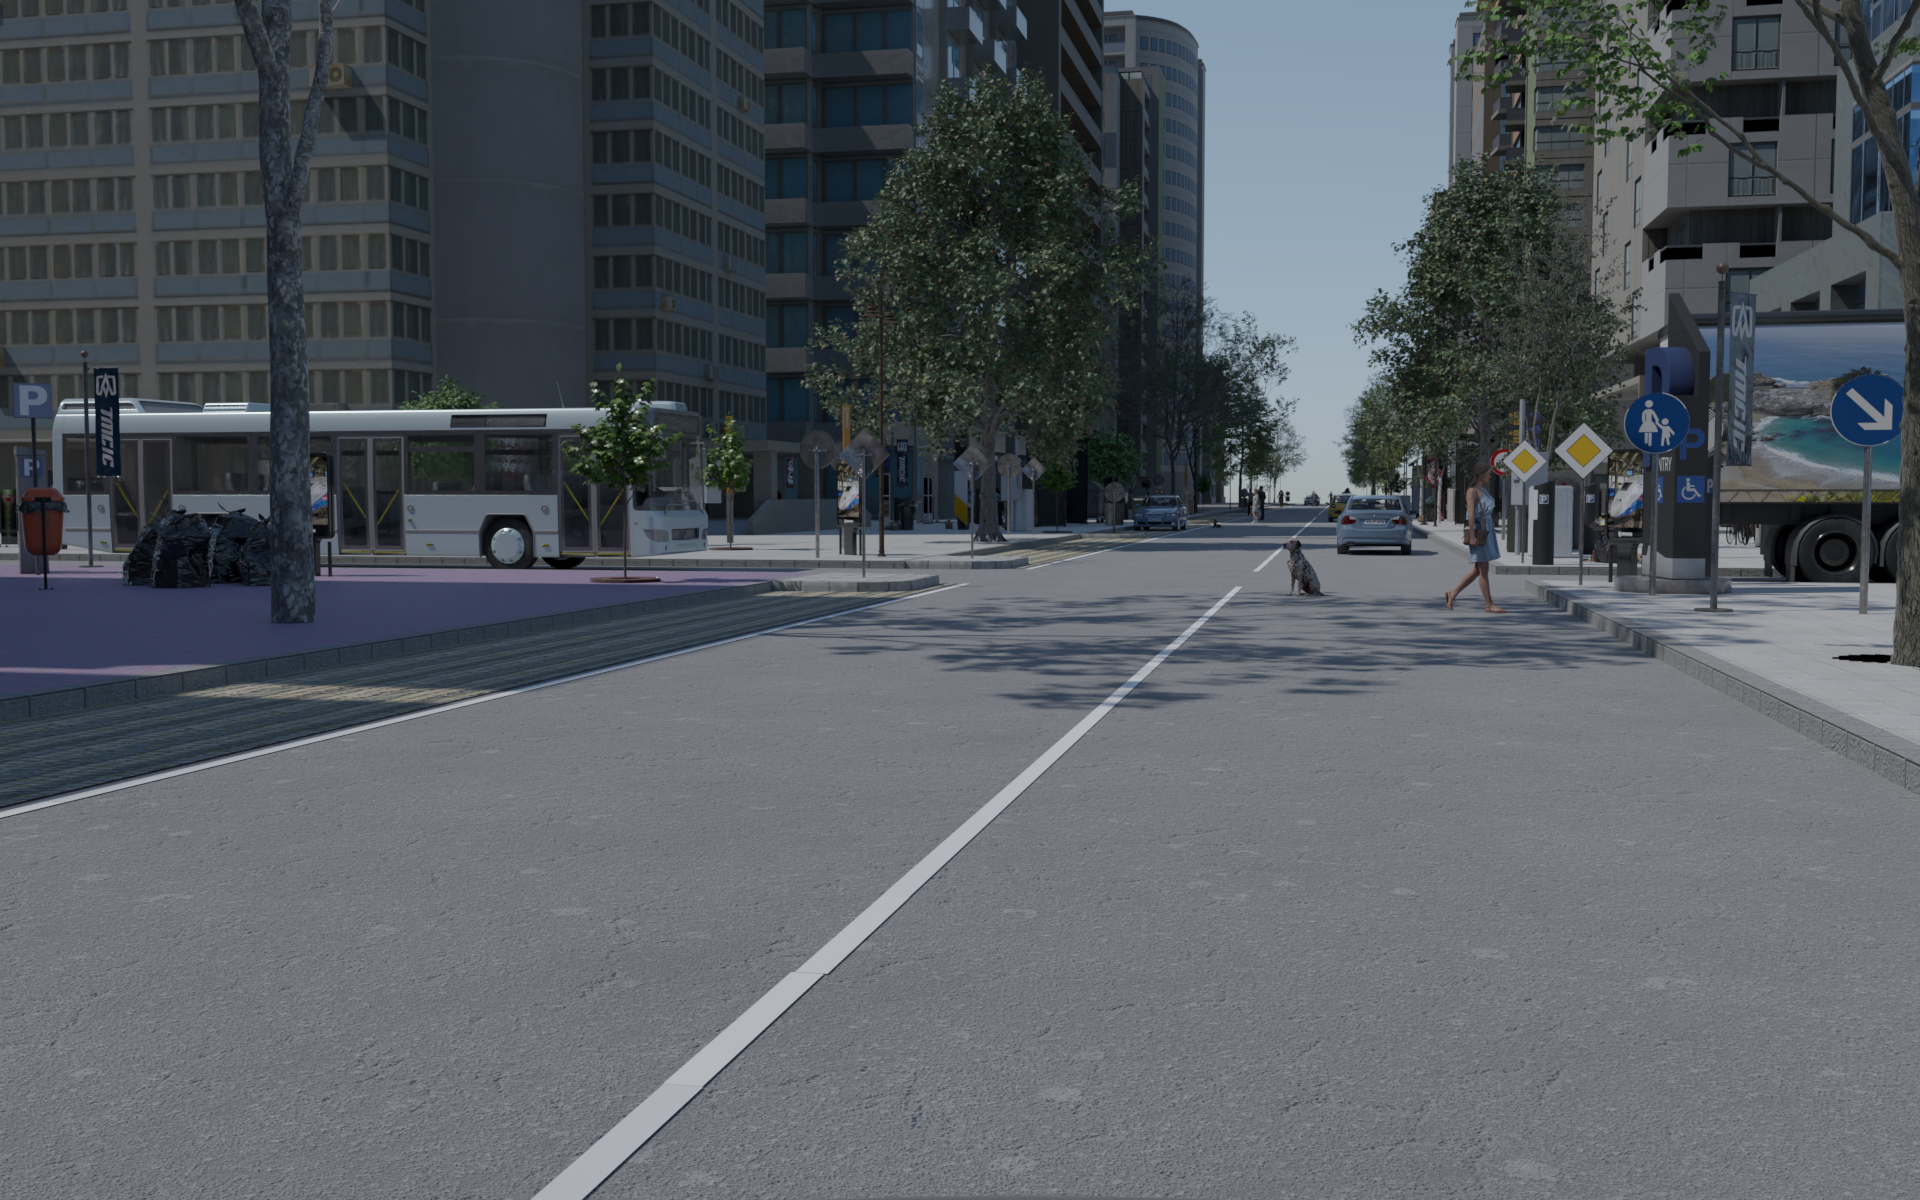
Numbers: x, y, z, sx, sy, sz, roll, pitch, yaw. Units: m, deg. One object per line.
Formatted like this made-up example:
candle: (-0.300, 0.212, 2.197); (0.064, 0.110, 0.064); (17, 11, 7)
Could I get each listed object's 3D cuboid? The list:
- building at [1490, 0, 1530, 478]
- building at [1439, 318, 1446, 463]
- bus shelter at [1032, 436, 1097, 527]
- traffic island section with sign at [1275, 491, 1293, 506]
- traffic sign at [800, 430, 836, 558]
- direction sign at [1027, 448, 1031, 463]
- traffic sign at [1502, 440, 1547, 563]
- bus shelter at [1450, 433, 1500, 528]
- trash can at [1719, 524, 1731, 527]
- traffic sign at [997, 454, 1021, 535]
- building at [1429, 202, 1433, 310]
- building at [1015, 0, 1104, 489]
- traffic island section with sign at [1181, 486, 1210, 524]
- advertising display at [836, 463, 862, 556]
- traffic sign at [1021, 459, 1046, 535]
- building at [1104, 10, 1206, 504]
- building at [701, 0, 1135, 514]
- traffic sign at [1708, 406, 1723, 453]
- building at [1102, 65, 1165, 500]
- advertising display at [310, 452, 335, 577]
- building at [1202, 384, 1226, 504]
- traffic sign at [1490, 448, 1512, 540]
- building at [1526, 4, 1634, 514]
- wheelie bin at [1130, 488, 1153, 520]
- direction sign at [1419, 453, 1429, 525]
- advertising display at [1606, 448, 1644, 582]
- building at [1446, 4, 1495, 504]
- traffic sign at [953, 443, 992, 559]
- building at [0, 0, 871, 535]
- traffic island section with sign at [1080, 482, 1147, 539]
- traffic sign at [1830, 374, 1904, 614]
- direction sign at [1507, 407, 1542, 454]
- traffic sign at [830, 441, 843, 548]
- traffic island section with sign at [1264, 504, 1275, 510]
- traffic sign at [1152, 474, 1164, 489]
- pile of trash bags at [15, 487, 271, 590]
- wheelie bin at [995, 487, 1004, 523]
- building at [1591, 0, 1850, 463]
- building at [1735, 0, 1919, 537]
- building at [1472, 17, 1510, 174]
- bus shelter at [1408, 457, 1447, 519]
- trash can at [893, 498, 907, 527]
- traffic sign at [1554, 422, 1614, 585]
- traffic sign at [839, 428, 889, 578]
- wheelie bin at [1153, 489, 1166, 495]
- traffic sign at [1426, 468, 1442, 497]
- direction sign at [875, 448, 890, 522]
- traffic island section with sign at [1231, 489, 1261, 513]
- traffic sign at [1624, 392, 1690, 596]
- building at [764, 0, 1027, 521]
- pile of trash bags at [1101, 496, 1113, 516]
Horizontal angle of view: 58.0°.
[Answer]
building: (54.363, -29.608, 138.721); (22.147, 44.769, 28.867); (1, 4, 12)
building: (71.435, -33.722, 234.942); (14.154, 41.232, 14.086); (1, 4, 12)
bus shelter: (4.262, -4.828, 70.224); (1.731, 3.624, 6.357); (1, 4, 12)
traffic island section with sign: (39.495, -12.476, 212.605); (1.989, 1.847, 2.006); (1, 4, 12)
traffic sign: (-2.860, -2.116, 34.706); (0.768, 2.556, 0.104); (1, 4, 15)
direction sign: (3.332, -5.068, 74.864); (0.876, 3.537, 0.379); (1, 4, 15)
traffic sign: (10.442, -1.740, 32.089); (0.795, 2.450, 0.064); (1, 4, 12)
bus shelter: (20.375, -4.740, 68.775); (1.731, 3.624, 6.357); (1, 4, 13)
trash can: (29.613, -3.379, 66.903); (0.748, 1.137, 0.748); (0, 3, 0)
traffic sign: (1.529, -3.326, 54.493); (0.768, 2.556, 0.104); (1, 4, 17)
building: (74.863, -36.671, 249.677); (14.600, 45.320, 14.200); (1, 4, 12)
building: (-1.907, -30.483, 122.105); (21.300, 48.544, 21.600); (1, 4, 12)
traffic island section with sign: (10.950, -4.556, 83.113); (1.989, 1.847, 2.006); (1, 4, 12)
advertising display: (-2.302, -1.905, 36.356); (0.123, 1.923, 0.974); (-2, 4, -33)
traffic sign: (2.295, -3.231, 54.017); (0.795, 2.450, 0.064); (1, 4, 14)
building: (18.574, -41.146, 214.737); (21.231, 58.520, 28.212); (1, 4, 12)
building: (-1.847, -27.753, 145.644); (32.217, 40.220, 23.993); (1, 4, 12)
traffic sign: (10.134, -1.462, 24.007); (0.768, 2.556, 0.104); (1, 4, 20)
building: (11.313, -29.274, 162.229); (14.154, 41.232, 14.086); (1, 4, 12)
advertising display: (-10.169, -1.334, 27.025); (0.974, 1.923, 0.123); (2, 4, 24)
building: (22.736, -24.443, 244.686); (27.650, 21.520, 28.899); (1, 4, 12)
traffic sign: (15.155, -2.945, 48.257); (0.768, 2.556, 0.104); (1, 4, 17)
building: (45.750, -26.578, 118.150); (14.154, 41.232, 14.086); (1, 4, 12)
wheelie bin: (8.803, -4.716, 85.007); (0.980, 1.594, 0.693); (1, 4, 20)
direction sign: (19.281, -4.884, 71.854); (0.379, 3.537, 0.876); (2, 4, 26)
advertising display: (9.530, -1.192, 24.699); (0.123, 1.923, 0.974); (-1, 4, -10)
building: (70.607, -41.016, 212.610); (21.231, 58.520, 28.212); (1, 4, 12)
traffic sign: (0.246, -1.878, 34.348); (0.795, 2.450, 0.064); (1, 4, 12)
building: (-20.686, -22.705, 63.108); (32.217, 40.220, 23.993); (1, 4, 12)
traffic island section with sign: (5.012, -2.905, 56.128); (1.989, 1.847, 2.006); (1, 4, 12)
traffic sign: (9.654, -1.121, 18.434); (0.768, 2.556, 0.104); (1, 4, 21)
direction sign: (14.712, -3.255, 45.217); (0.876, 3.537, 0.379); (3, 4, 37)
traffic sign: (-2.786, -2.528, 41.438); (0.768, 2.556, 0.104); (1, 4, 17)
traffic island section with sign: (27.399, -9.118, 157.705); (1.989, 1.847, 2.006); (1, 4, 12)
traffic sign: (12.372, -6.610, 108.180); (0.768, 2.556, 0.104); (1, 4, 19)
pile of trash bags: (-11.210, -0.882, 24.177); (3.447, 1.369, 1.912); (-2, 4, -31)
wheelie bin: (1.492, -4.097, 74.895); (0.693, 1.594, 0.980); (-2, 4, -29)
building: (46.475, -30.198, 82.972); (28.713, 52.752, 27.495); (1, 4, 12)
building: (38.488, -44.778, 44.789); (31.000, 86.520, 22.319); (1, 4, 12)
building: (54.941, -31.222, 160.585); (14.600, 45.320, 14.200); (1, 4, 12)
bus shelter: (24.693, -5.950, 91.211); (2.014, 3.302, 5.546); (1, 4, 12)
trash can: (-2.220, -3.348, 66.386); (0.748, 1.137, 0.748); (0, 3, 0)
traffic sign: (8.723, -1.263, 24.290); (0.795, 2.450, 0.064); (1, 4, 12)
traffic sign: (-1.473, -1.401, 26.550); (0.795, 2.450, 0.064); (1, 4, 12)
wheelie bin: (12.384, -6.099, 107.619); (0.980, 1.594, 0.693); (2, 4, 29)
traffic sign: (22.672, -5.065, 82.917); (0.768, 2.556, 0.104); (1, 4, 16)
direction sign: (-3.584, -5.369, 79.773); (0.876, 3.537, 0.379); (-3, 5, -43)
traffic island section with sign: (21.591, -7.506, 131.357); (1.989, 1.847, 2.006); (1, 4, 12)
traffic sign: (8.732, -1.325, 21.768); (0.768, 2.556, 0.104); (1, 4, 20)
building: (-8.662, -29.164, 96.435); (23.786, 49.044, 30.456); (1, 4, 12)
pile of trash bags: (8.577, -5.611, 101.497); (1.912, 1.369, 3.447); (0, 4, -6)
